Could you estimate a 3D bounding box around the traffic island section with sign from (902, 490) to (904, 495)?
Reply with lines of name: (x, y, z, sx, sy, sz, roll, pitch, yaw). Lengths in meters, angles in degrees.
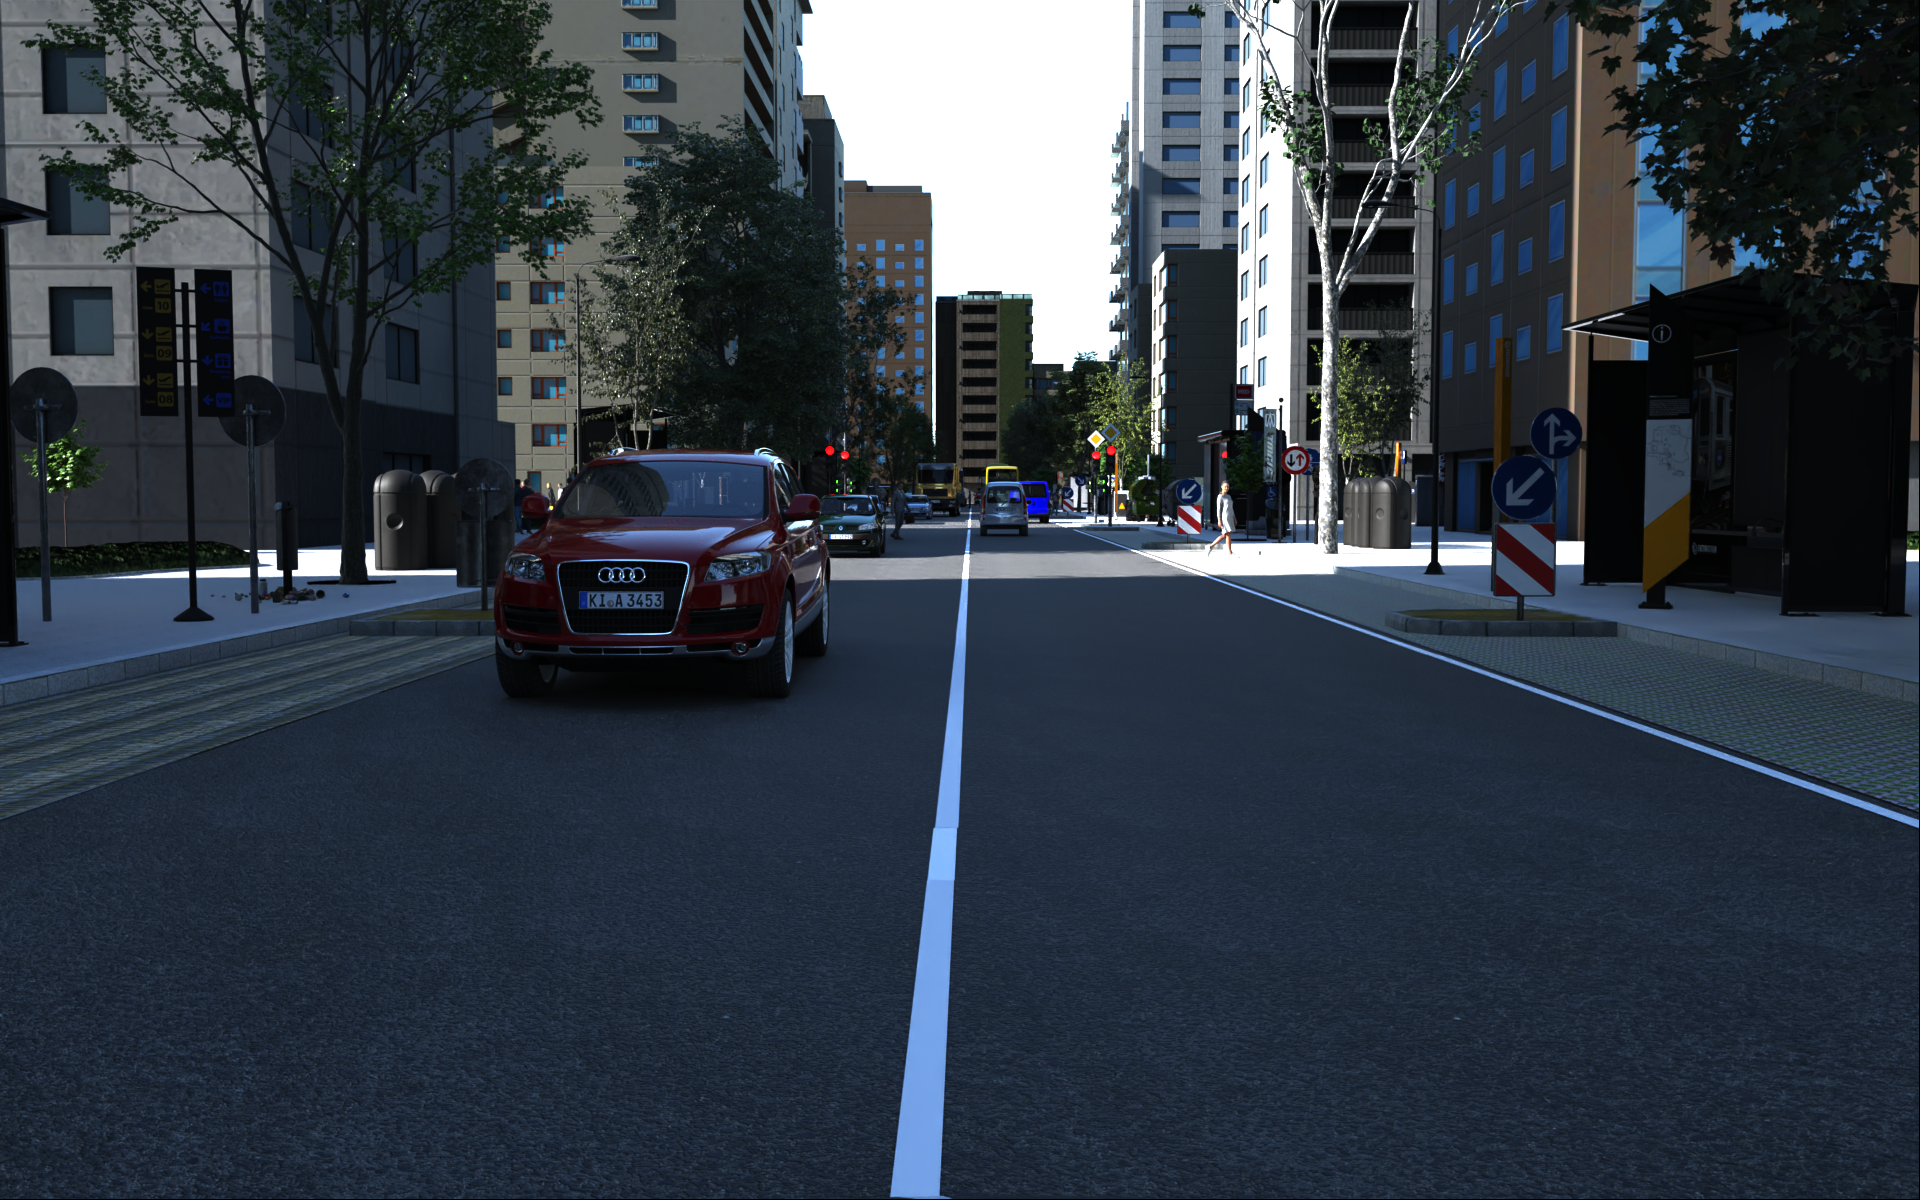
traffic island section with sign: (-4.373, -7.306, 128.083, 1.989, 1.847, 2.006, 0, 4, 0)

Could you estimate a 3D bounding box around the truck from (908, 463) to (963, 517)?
truck: (-1.374, -7.041, 111.050, 3.469, 3.379, 9.791, 0, 4, 2)

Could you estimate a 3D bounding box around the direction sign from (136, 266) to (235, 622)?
direction sign: (-7.777, -1.558, 17.473, 0.876, 3.537, 0.379, -1, 4, -19)

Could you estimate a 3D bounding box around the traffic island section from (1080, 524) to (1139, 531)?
traffic island section: (5.930, -2.808, 68.188, 2.009, 0.180, 2.903, 0, 4, 0)

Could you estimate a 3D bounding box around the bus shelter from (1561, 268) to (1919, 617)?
bus shelter: (9.216, -1.829, 21.180, 1.731, 3.624, 6.357, 0, 4, 1)

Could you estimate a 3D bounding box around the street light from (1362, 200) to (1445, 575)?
street light: (7.049, -3.364, 27.549, 1.470, 5.913, 1.316, 0, 4, 0)

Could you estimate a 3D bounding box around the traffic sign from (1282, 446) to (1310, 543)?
traffic sign: (8.822, -2.783, 45.602, 0.768, 2.556, 0.104, 0, 4, 6)

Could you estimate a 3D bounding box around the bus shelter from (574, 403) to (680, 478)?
bus shelter: (-9.081, -3.449, 47.682, 1.731, 3.624, 6.357, 0, 4, 1)

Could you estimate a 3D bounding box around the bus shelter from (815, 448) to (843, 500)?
bus shelter: (-7.180, -6.094, 90.912, 1.731, 3.624, 6.357, 0, 4, 0)

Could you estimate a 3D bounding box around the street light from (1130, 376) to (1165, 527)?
street light: (7.353, -5.842, 68.051, 1.470, 5.913, 1.316, 0, 4, 0)

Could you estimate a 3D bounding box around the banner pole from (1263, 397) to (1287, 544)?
banner pole: (8.133, -3.353, 44.846, 0.863, 3.779, 0.401, -3, 4, -36)

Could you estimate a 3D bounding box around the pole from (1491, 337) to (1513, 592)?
pole: (7.094, -1.764, 22.677, 0.158, 3.312, 0.155, 0, 3, 0)

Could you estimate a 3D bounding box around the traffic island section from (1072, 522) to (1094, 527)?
traffic island section: (5.985, -3.296, 76.172, 2.009, 0.180, 2.903, 0, 4, 0)

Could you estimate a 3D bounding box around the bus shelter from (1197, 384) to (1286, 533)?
bus shelter: (9.604, -5.081, 60.714, 2.179, 5.291, 8.768, 0, 4, 0)

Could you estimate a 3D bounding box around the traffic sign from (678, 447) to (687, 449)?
traffic sign: (-7.509, -2.870, 47.027, 0.768, 2.556, 0.104, 0, 4, 6)

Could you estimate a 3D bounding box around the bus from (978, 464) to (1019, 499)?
bus: (3.105, -9.021, 139.045, 2.896, 3.916, 12.252, 0, 4, -1)

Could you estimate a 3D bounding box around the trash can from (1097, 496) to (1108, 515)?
trash can: (8.722, -5.753, 105.719, 0.748, 1.137, 0.748, 0, 3, 0)

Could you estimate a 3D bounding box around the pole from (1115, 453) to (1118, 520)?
pole: (7.778, -5.646, 86.152, 0.158, 3.312, 0.155, 0, 3, 0)

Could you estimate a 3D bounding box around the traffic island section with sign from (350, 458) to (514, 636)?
traffic island section with sign: (-5.137, -0.592, 18.310, 1.989, 1.847, 2.006, 0, 4, 0)

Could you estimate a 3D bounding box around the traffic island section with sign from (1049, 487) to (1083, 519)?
traffic island section with sign: (6.166, -5.663, 101.216, 1.989, 1.847, 2.006, 0, 4, 0)

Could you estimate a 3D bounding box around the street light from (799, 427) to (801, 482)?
street light: (-6.525, -6.349, 76.348, 1.470, 5.913, 1.316, 0, 4, 0)

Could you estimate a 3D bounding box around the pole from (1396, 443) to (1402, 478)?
pole: (17.418, -4.585, 68.809, 0.158, 3.312, 0.155, 0, 3, 0)

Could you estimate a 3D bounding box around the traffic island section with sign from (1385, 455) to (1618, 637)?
traffic island section with sign: (5.582, -0.587, 18.227, 1.989, 1.847, 2.006, 0, 4, 0)

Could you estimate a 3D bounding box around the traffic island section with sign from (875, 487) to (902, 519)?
traffic island section with sign: (-4.555, -5.658, 101.128, 1.989, 1.847, 2.006, 0, 4, 0)

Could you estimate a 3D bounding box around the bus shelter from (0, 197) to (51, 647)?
bus shelter: (-8.468, -1.236, 11.499, 1.731, 3.624, 6.357, 0, 4, 0)

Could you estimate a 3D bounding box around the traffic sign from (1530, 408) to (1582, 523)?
traffic sign: (8.780, -1.560, 25.605, 0.768, 2.556, 0.104, 0, 4, 1)

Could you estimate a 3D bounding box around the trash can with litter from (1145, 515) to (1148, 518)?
trash can with litter: (9.929, -4.908, 91.626, 0.624, 1.170, 1.055, 1, 4, 14)

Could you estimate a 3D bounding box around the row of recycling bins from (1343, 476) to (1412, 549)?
row of recycling bins: (10.020, -2.124, 41.835, 1.069, 1.692, 3.534, 0, 4, -2)

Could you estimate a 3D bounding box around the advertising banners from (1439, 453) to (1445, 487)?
advertising banners: (19.032, -4.286, 66.260, 2.074, 3.025, 0.090, -1, 4, -22)

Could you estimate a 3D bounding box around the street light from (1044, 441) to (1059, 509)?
street light: (7.906, -10.902, 150.790, 1.470, 5.913, 1.316, 0, 4, 0)

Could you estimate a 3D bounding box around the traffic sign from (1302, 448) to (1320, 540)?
traffic sign: (9.621, -2.923, 47.891, 0.768, 2.556, 0.104, 1, 4, 9)

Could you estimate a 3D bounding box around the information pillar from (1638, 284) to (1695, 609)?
information pillar: (7.869, -1.707, 19.262, 0.504, 3.616, 0.183, 2, 4, 28)

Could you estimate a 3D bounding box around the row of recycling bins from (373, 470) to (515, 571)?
row of recycling bins: (-9.006, -1.436, 30.599, 1.069, 1.692, 3.534, 1, 4, 18)

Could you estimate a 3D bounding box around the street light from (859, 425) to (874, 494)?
street light: (-6.242, -8.826, 116.850, 1.470, 5.913, 1.316, 0, 4, 0)

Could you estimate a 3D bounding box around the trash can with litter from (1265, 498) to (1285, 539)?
trash can with litter: (9.051, -2.323, 49.368, 0.624, 1.170, 1.055, 0, 3, 0)

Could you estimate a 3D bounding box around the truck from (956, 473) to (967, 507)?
truck: (-0.645, -12.568, 195.240, 2.967, 4.110, 18.799, 0, 4, 2)

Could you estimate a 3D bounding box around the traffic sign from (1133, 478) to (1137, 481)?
traffic sign: (10.360, -6.359, 104.067, 0.768, 2.556, 0.104, 0, 4, 6)

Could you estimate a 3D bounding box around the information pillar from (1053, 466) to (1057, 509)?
information pillar: (8.057, -9.501, 146.700, 0.183, 3.616, 0.504, -3, 4, -36)

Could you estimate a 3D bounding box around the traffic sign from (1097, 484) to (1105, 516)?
traffic sign: (8.544, -6.263, 102.399, 0.884, 2.594, 0.081, 1, 4, 8)

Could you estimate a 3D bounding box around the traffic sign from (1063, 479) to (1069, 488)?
traffic sign: (9.061, -8.891, 145.374, 0.884, 2.594, 0.081, 0, 4, 1)

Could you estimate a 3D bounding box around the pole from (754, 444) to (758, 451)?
pole: (-7.922, -4.495, 67.341, 0.158, 3.312, 0.155, 0, 3, 0)

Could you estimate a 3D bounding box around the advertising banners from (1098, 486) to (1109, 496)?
advertising banners: (9.672, -7.316, 115.801, 0.090, 3.025, 2.074, 2, 4, 33)

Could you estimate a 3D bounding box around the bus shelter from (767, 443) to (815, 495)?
bus shelter: (-8.212, -5.604, 82.902, 1.731, 3.624, 6.357, 0, 4, 1)

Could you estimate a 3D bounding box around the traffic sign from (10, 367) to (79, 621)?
traffic sign: (-9.211, -1.058, 17.397, 0.768, 2.556, 0.104, 0, 4, 8)

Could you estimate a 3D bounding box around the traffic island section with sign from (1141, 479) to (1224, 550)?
traffic island section with sign: (5.772, -2.236, 45.181, 1.989, 1.847, 2.006, 0, 4, 0)

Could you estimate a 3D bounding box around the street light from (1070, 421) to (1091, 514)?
street light: (7.672, -8.403, 109.929, 1.470, 5.913, 1.316, 0, 4, 0)

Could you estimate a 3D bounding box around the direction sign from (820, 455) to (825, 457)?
direction sign: (-8.072, -6.565, 99.331, 0.876, 3.537, 0.379, 3, 4, 38)

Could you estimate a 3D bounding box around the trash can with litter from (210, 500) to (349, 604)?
trash can with litter: (-8.332, -0.612, 21.061, 1.678, 1.210, 2.233, -1, 4, -16)

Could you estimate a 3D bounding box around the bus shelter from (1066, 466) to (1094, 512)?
bus shelter: (9.081, -8.289, 129.443, 2.014, 3.302, 5.546, 0, 4, 0)

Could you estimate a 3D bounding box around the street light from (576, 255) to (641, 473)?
street light: (-6.886, -3.745, 33.777, 1.470, 5.913, 1.316, 0, 4, 0)

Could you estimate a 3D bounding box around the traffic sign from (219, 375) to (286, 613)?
traffic sign: (-7.590, -1.129, 18.568, 0.768, 2.556, 0.104, 0, 4, 6)
